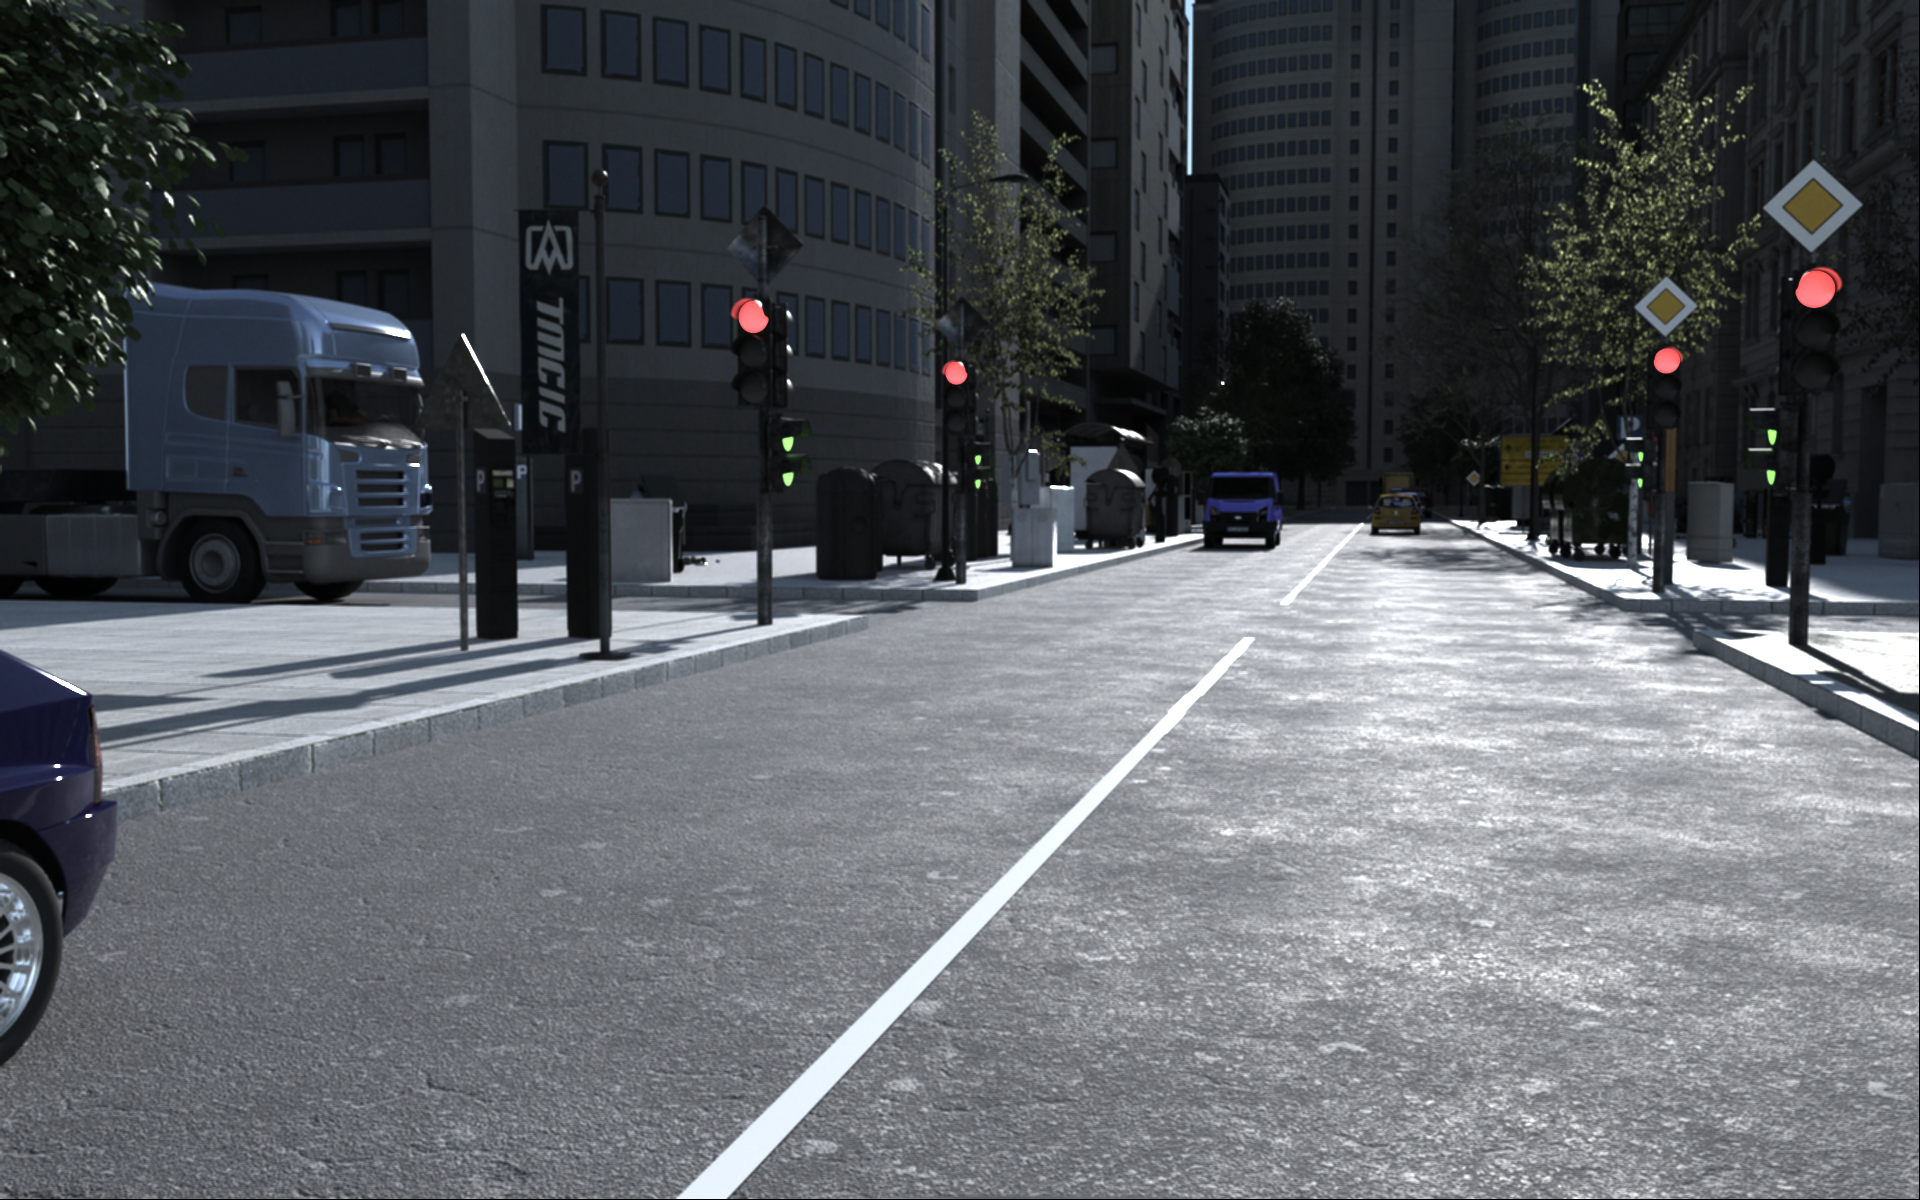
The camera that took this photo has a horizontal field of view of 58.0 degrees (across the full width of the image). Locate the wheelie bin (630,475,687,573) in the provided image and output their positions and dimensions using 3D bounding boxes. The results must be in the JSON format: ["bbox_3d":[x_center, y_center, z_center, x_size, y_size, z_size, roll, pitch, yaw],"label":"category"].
[{"bbox_3d":[-4.960,-1.245,28.270,0.980,1.594,0.693,-3,5,-42],"label":"wheelie bin"}]

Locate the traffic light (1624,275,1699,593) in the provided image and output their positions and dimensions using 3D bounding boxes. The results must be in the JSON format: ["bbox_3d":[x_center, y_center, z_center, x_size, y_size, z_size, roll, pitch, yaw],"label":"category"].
[{"bbox_3d":[9.070,-2.049,22.428,0.839,4.253,0.868,1,4,14],"label":"traffic light"}]

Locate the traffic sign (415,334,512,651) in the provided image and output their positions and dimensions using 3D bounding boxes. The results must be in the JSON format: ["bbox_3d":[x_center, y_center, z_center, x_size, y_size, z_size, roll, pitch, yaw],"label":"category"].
[{"bbox_3d":[-4.060,-0.863,14.116,0.884,2.594,0.081,1,4,16],"label":"traffic sign"}]

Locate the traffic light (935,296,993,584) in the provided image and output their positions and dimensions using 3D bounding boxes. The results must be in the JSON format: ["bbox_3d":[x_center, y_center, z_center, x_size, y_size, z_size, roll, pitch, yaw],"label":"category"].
[{"bbox_3d":[0.030,-2.186,24.655,0.839,4.253,0.868,1,4,14],"label":"traffic light"}]

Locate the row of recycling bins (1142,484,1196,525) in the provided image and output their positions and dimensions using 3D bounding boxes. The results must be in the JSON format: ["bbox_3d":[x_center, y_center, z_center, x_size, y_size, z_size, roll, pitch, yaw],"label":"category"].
[{"bbox_3d":[8.007,-3.961,71.878,3.534,1.692,1.069,1,4,12],"label":"row of recycling bins"}]

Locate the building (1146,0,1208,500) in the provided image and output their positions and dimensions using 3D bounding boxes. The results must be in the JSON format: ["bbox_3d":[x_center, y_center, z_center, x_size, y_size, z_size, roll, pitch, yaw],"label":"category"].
[{"bbox_3d":[9.349,-42.782,137.744,20.563,71.187,20.611,1,4,14],"label":"building"}]

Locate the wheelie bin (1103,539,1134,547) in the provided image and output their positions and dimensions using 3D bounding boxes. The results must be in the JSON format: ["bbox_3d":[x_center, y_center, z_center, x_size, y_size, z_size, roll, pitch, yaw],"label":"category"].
[{"bbox_3d":[3.822,-2.110,42.412,0.980,1.594,0.693,-2,4,-25],"label":"wheelie bin"}]

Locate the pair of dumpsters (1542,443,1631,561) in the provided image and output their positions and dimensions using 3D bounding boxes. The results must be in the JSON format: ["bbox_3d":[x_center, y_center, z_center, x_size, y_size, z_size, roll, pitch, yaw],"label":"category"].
[{"bbox_3d":[12.703,-1.978,34.840,1.574,2.255,4.437,1,4,14],"label":"pair of dumpsters"}]

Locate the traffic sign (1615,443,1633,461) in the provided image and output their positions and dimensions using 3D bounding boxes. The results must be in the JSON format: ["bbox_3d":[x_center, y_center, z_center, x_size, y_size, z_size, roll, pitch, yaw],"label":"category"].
[{"bbox_3d":[14.906,-2.314,39.019,0.795,2.450,0.064,1,4,17],"label":"traffic sign"}]

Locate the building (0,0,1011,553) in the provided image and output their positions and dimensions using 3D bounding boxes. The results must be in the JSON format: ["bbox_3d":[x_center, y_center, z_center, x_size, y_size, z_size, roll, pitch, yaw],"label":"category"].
[{"bbox_3d":[-11.400,-31.091,50.335,21.231,58.520,28.212,1,4,14],"label":"building"}]

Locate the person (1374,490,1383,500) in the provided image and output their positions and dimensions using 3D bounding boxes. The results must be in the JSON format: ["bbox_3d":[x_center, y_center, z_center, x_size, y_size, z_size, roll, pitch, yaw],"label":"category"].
[{"bbox_3d":[34.940,-8.240,143.938,1.217,1.736,0.721,-1,4,-18],"label":"person"}]

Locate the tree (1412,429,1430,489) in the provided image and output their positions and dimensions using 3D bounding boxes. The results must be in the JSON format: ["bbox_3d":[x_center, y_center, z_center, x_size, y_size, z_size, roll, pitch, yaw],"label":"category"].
[{"bbox_3d":[39.781,-11.799,143.280,4.360,8.622,3.978,0,3,0],"label":"tree"}]

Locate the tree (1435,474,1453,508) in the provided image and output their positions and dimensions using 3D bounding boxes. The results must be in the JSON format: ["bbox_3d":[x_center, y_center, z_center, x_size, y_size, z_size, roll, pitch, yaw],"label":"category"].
[{"bbox_3d":[44.540,-10.124,160.126,1.663,3.219,1.824,0,3,0],"label":"tree"}]

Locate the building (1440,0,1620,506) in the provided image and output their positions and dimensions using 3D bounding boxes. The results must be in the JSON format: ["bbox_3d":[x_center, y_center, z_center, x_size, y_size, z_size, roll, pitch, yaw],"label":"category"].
[{"bbox_3d":[68.152,-39.580,189.136,28.212,58.520,21.231,1,4,14],"label":"building"}]

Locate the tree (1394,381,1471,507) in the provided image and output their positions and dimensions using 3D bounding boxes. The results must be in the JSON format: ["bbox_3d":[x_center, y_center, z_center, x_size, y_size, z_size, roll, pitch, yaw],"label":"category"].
[{"bbox_3d":[46.566,-15.406,170.016,7.486,12.596,7.792,0,3,0],"label":"tree"}]

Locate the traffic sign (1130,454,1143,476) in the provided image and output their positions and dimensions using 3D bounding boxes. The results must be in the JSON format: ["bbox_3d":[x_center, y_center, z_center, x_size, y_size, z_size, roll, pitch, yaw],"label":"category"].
[{"bbox_3d":[5.485,-3.399,55.688,0.768,2.556,0.104,1,4,20],"label":"traffic sign"}]

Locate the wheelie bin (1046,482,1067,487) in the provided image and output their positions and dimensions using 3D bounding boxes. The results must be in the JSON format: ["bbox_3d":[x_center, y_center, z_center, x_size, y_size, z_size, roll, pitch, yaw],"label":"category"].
[{"bbox_3d":[2.528,-2.312,45.710,0.980,1.594,0.693,0,4,-7],"label":"wheelie bin"}]

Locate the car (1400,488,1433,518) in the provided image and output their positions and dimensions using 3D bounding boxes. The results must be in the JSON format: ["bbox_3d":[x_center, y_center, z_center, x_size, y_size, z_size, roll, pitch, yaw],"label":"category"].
[{"bbox_3d":[27.401,-5.866,104.587,2.281,1.827,5.304,1,4,13],"label":"car"}]

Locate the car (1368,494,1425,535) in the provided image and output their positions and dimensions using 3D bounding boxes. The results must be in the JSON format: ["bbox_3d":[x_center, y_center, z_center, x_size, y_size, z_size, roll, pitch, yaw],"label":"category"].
[{"bbox_3d":[15.788,-3.208,62.668,2.015,1.641,3.980,1,4,14],"label":"car"}]

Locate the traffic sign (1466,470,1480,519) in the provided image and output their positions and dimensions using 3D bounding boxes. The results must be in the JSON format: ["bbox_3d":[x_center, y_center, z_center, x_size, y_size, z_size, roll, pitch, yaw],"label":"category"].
[{"bbox_3d":[24.619,-5.002,82.975,0.795,2.450,0.064,1,4,18],"label":"traffic sign"}]

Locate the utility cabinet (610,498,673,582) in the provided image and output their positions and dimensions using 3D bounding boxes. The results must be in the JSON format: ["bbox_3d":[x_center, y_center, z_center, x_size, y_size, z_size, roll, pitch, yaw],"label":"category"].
[{"bbox_3d":[-4.744,-0.872,25.418,1.020,1.237,0.306,0,4,-1],"label":"utility cabinet"}]

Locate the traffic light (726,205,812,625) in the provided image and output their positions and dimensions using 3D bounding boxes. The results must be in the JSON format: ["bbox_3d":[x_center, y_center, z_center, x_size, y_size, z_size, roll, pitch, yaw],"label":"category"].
[{"bbox_3d":[-1.901,-1.712,16.906,0.839,4.253,0.868,1,4,14],"label":"traffic light"}]

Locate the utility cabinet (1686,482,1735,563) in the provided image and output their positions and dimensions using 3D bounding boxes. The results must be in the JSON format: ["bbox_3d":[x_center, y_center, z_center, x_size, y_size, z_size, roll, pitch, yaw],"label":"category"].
[{"bbox_3d":[14.040,-1.451,32.397,0.318,1.500,1.173,0,4,-4],"label":"utility cabinet"}]

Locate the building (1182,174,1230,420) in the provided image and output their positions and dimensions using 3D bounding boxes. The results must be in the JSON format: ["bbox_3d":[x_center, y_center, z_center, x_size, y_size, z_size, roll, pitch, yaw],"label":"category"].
[{"bbox_3d":[17.561,-23.747,159.972,14.107,30.474,14.160,1,4,14],"label":"building"}]

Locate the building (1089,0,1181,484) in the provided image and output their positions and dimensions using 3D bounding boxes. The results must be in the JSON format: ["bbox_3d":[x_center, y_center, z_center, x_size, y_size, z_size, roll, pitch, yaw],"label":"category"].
[{"bbox_3d":[0.044,-32.198,115.672,28.713,52.752,27.495,1,4,14],"label":"building"}]

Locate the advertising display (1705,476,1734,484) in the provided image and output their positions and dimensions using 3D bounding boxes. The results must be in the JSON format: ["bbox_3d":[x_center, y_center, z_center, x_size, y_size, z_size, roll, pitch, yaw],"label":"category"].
[{"bbox_3d":[27.741,-3.555,63.339,0.974,1.923,0.123,1,4,20],"label":"advertising display"}]

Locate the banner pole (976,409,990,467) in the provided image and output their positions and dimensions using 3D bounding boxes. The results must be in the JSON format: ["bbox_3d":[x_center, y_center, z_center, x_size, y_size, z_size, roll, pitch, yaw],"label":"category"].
[{"bbox_3d":[0.679,-3.735,51.077,0.401,3.779,0.863,2,4,35],"label":"banner pole"}]

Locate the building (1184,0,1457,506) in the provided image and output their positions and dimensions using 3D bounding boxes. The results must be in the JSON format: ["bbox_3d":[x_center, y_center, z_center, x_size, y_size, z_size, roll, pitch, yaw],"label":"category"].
[{"bbox_3d":[40.770,-40.043,196.707,28.212,58.520,21.231,1,4,14],"label":"building"}]

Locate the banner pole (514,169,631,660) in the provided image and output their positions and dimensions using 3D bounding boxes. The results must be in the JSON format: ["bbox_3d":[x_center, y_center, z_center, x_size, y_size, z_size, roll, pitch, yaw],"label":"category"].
[{"bbox_3d":[-3.015,-1.434,13.471,0.863,3.779,0.401,0,4,0],"label":"banner pole"}]

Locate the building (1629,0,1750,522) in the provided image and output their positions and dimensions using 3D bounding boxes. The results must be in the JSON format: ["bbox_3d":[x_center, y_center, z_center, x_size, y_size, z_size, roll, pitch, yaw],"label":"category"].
[{"bbox_3d":[38.790,-17.268,79.587,12.463,27.353,25.104,1,4,14],"label":"building"}]

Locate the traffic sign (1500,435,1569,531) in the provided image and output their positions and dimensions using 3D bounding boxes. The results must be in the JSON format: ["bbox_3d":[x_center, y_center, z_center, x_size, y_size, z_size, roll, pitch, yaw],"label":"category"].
[{"bbox_3d":[19.858,-4.041,59.939,2.265,3.308,0.079,1,4,14],"label":"traffic sign"}]

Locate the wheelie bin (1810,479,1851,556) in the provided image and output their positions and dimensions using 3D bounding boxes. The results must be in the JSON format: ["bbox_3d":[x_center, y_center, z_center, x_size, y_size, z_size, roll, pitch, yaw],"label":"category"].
[{"bbox_3d":[18.228,-1.739,36.346,0.980,1.594,0.693,3,5,45],"label":"wheelie bin"}]

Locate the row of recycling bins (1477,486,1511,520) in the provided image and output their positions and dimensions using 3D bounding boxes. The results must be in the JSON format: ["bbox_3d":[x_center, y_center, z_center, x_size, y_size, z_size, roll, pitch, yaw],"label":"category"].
[{"bbox_3d":[26.583,-4.765,85.023,3.534,1.692,1.069,-3,5,-44],"label":"row of recycling bins"}]

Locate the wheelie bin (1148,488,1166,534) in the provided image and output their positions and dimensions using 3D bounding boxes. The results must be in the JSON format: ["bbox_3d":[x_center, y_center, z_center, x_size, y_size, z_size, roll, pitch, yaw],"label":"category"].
[{"bbox_3d":[6.537,-2.967,56.410,0.693,1.594,0.980,1,4,22],"label":"wheelie bin"}]

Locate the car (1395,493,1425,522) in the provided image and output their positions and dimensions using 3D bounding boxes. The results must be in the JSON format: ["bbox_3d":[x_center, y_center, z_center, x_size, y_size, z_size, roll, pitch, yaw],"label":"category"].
[{"bbox_3d":[22.836,-4.844,88.783,1.945,1.707,3.694,1,4,14],"label":"car"}]

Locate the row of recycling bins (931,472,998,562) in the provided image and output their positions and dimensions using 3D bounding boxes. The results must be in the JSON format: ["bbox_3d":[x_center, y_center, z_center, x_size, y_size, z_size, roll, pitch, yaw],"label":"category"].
[{"bbox_3d":[0.071,-1.674,34.486,1.069,1.692,3.534,1,4,10],"label":"row of recycling bins"}]

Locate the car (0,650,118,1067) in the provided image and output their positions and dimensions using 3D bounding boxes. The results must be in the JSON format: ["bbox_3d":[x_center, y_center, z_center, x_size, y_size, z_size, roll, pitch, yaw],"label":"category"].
[{"bbox_3d":[-3.562,0.576,3.164,1.945,1.354,3.894,1,4,16],"label":"car"}]

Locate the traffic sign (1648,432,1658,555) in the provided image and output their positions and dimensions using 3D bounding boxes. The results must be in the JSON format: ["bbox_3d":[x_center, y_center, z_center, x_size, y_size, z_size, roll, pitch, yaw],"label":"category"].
[{"bbox_3d":[14.607,-2.238,36.588,0.884,2.594,0.081,1,4,14],"label":"traffic sign"}]

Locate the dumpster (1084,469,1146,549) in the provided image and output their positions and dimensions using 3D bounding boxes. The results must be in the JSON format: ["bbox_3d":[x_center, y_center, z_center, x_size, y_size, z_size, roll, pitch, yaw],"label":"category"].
[{"bbox_3d":[3.646,-2.148,40.872,1.264,1.857,1.865,1,4,14],"label":"dumpster"}]

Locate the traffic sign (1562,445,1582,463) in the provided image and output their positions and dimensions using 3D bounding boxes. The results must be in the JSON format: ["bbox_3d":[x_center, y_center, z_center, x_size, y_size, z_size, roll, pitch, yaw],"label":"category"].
[{"bbox_3d":[15.973,-2.736,44.841,0.768,2.556,0.104,1,4,19],"label":"traffic sign"}]

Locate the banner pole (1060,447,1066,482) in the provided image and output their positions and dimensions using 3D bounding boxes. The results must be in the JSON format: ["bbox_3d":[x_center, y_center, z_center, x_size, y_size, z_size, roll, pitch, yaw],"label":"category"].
[{"bbox_3d":[4.758,-5.574,81.147,0.863,3.779,0.401,3,5,40],"label":"banner pole"}]

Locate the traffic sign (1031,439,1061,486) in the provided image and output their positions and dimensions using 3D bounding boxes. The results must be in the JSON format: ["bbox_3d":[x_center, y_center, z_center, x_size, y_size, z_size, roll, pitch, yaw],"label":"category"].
[{"bbox_3d":[1.932,-2.433,39.889,0.768,2.556,0.104,1,4,16],"label":"traffic sign"}]

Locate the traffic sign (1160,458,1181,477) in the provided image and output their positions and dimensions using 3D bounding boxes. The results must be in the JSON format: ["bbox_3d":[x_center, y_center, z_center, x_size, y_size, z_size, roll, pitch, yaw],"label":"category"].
[{"bbox_3d":[7.328,-3.689,60.426,0.768,2.556,0.104,1,4,21],"label":"traffic sign"}]

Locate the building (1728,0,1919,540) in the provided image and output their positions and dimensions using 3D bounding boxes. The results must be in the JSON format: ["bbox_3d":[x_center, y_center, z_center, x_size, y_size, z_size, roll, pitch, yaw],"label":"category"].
[{"bbox_3d":[33.907,-16.393,55.408,14.401,28.519,23.554,1,4,14],"label":"building"}]

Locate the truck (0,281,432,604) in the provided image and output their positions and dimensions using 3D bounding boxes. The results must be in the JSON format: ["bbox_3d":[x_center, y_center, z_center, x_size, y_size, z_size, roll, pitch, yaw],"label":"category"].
[{"bbox_3d":[-15.638,-2.110,24.261,18.799,4.110,2.967,1,4,16],"label":"truck"}]

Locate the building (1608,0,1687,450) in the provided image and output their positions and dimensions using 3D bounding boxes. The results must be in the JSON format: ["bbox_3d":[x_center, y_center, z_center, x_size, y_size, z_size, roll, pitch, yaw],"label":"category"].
[{"bbox_3d":[44.719,-20.061,99.697,14.160,30.474,14.107,1,4,14],"label":"building"}]

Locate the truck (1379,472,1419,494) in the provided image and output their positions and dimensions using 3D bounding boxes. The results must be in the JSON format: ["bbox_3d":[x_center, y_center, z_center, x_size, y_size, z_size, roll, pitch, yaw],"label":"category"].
[{"bbox_3d":[38.624,-9.584,152.625,3.469,3.379,9.791,1,4,15],"label":"truck"}]

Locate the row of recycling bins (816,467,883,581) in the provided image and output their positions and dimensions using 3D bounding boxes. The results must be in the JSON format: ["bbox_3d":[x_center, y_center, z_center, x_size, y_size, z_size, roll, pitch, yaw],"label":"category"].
[{"bbox_3d":[-1.749,-1.240,27.386,1.069,1.692,3.534,0,4,0],"label":"row of recycling bins"}]

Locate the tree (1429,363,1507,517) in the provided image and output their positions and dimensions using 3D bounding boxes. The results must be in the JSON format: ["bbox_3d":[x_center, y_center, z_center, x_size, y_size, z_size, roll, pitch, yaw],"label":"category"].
[{"bbox_3d":[29.133,-9.047,98.288,4.360,8.622,3.978,0,3,0],"label":"tree"}]

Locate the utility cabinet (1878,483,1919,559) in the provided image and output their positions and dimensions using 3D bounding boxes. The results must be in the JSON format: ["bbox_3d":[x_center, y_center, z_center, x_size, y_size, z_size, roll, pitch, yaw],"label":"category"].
[{"bbox_3d":[18.654,-1.568,34.313,0.318,1.500,1.173,0,4,0],"label":"utility cabinet"}]

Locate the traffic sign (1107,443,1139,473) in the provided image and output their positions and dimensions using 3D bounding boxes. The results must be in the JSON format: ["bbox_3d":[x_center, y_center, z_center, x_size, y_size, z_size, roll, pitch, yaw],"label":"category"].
[{"bbox_3d":[4.087,-2.680,43.829,0.884,2.594,0.081,1,4,20],"label":"traffic sign"}]

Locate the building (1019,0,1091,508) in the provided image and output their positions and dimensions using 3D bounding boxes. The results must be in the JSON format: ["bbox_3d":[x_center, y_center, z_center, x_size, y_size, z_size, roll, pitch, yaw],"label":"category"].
[{"bbox_3d":[-5.589,-28.450,88.867,21.300,48.544,21.600,1,4,14],"label":"building"}]

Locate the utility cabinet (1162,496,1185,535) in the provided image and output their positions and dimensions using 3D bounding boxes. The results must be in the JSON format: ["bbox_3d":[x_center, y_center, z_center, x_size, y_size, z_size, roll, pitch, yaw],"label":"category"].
[{"bbox_3d":[6.727,-2.673,54.865,0.306,1.237,1.020,3,5,40],"label":"utility cabinet"}]

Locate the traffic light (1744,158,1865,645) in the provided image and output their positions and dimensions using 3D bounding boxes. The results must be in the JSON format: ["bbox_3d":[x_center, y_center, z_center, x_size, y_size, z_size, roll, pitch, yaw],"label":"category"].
[{"bbox_3d":[7.139,-1.575,14.679,0.839,4.253,0.868,1,4,14],"label":"traffic light"}]

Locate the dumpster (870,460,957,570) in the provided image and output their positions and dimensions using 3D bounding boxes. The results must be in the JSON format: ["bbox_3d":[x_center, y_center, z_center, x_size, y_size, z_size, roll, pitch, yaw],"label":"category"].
[{"bbox_3d":[-0.829,-1.483,30.004,1.264,1.857,1.865,1,4,14],"label":"dumpster"}]
